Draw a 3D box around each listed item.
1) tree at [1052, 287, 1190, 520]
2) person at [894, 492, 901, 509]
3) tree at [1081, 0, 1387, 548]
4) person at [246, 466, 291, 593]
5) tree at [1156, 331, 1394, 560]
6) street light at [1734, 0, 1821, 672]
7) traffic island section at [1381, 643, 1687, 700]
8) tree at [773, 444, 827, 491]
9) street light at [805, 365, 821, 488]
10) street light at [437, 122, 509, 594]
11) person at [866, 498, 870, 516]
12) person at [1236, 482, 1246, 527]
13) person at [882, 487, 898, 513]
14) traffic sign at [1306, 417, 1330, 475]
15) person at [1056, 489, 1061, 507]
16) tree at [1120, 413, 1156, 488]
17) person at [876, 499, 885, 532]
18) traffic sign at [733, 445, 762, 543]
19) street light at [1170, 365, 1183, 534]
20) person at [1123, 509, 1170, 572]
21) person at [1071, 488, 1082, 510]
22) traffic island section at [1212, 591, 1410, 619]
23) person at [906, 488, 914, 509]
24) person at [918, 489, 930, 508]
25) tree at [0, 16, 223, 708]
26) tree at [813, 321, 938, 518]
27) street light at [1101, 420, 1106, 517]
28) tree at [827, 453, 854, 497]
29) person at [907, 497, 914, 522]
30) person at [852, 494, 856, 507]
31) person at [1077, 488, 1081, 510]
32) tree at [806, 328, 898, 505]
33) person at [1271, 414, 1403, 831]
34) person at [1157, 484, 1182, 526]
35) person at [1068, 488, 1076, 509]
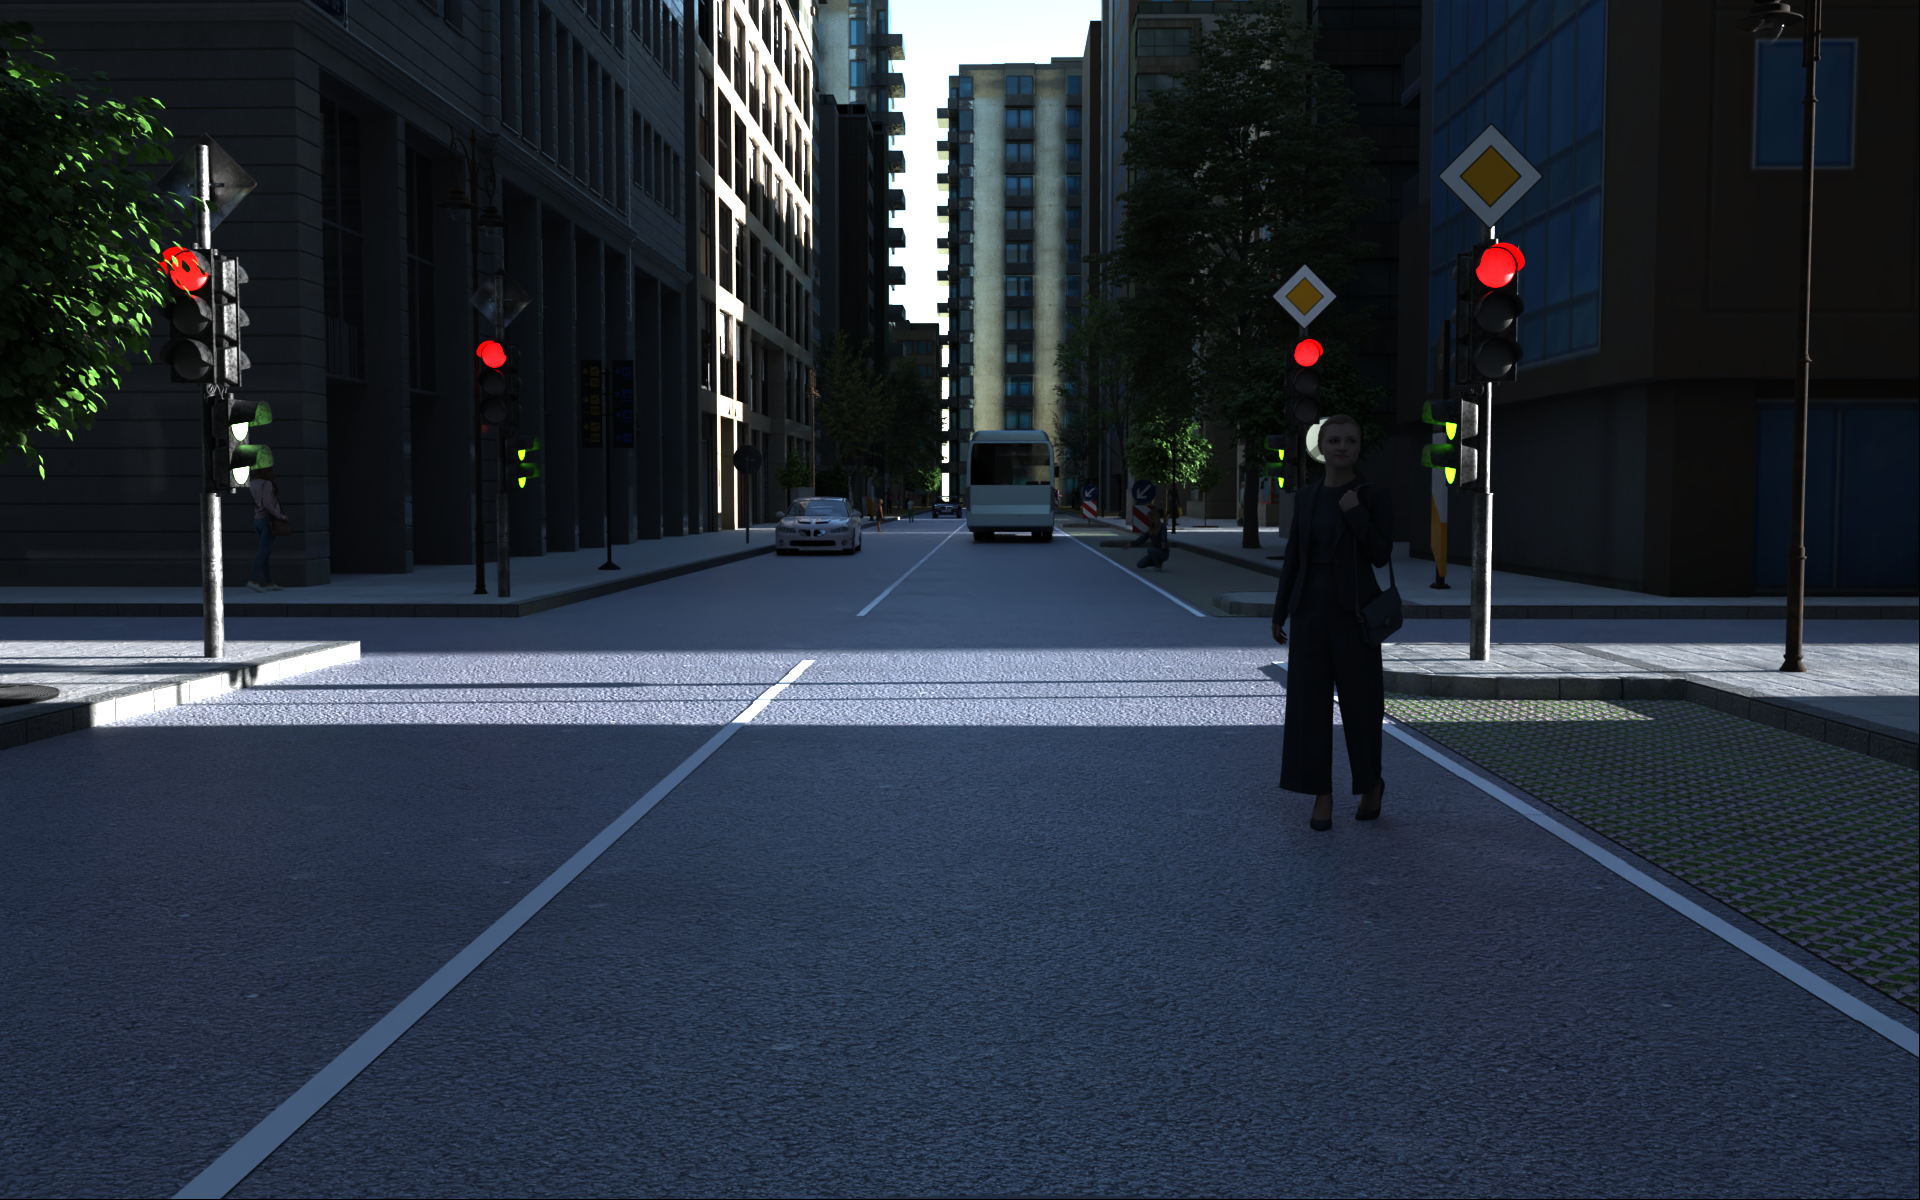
[{"bbox_3d":[8.219,-9.898,87.585,9.928,11.665,9.643,0,3,0],"label":"tree"},{"bbox_3d":[-5.184,-8.258,144.287,0.599,1.433,0.991,-2,4,-35],"label":"person"},{"bbox_3d":[6.526,-7.487,40.539,7.486,12.596,7.792,0,3,0],"label":"tree"},{"bbox_3d":[-9.142,-0.984,22.714,0.593,1.750,0.643,3,4,38],"label":"person"},{"bbox_3d":[6.743,-3.089,34.211,4.285,4.588,4.351,0,3,0],"label":"tree"},{"bbox_3d":[6.037,-2.421,12.371,0.468,5.910,1.993,0,4,1],"label":"street light"},{"bbox_3d":[4.048,0.542,13.422,2.009,0.180,2.903,0,4,1],"label":"traffic island section"},{"bbox_3d":[-6.382,-4.380,66.208,1.663,3.219,1.824,0,3,0],"label":"tree"},{"bbox_3d":[-5.261,-5.457,62.013,0.468,5.910,1.993,0,4,1],"label":"street light"},{"bbox_3d":[-6.155,-3.014,22.060,0.468,5.910,1.993,0,4,1],"label":"street light"},{"bbox_3d":[-5.316,-5.675,99.556,0.721,1.743,1.217,0,4,-5],"label":"person"},{"bbox_3d":[10.978,-3.721,67.363,0.515,1.767,0.782,1,4,15],"label":"person"},{"bbox_3d":[-4.674,-6.623,115.056,1.217,1.743,0.721,2,4,24],"label":"person"},{"bbox_3d":[6.083,-1.749,28.701,0.768,2.556,0.104,0,4,8],"label":"traffic sign"},{"bbox_3d":[9.888,-10.198,173.228,0.568,1.767,0.683,2,4,33],"label":"person"},{"bbox_3d":[7.423,-4.820,62.518,4.285,4.588,4.351,0,3,0],"label":"tree"},{"bbox_3d":[-2.982,-3.165,64.921,0.373,1.253,0.362,-1,4,-15],"label":"person"},{"bbox_3d":[-5.516,-2.740,44.910,0.768,2.556,0.104,0,4,8],"label":"traffic sign"},{"bbox_3d":[6.935,-5.092,56.040,0.468,5.910,1.993,0,4,1],"label":"street light"},{"bbox_3d":[3.565,-1.090,31.819,0.738,1.151,1.012,-2,4,-28],"label":"person"},{"bbox_3d":[9.240,-7.927,135.666,1.348,1.822,0.705,3,4,36],"label":"person"},{"bbox_3d":[4.226,0.054,21.405,2.009,0.180,2.903,0,4,1],"label":"traffic island section"},{"bbox_3d":[-4.400,-8.591,146.509,0.705,1.823,1.348,-3,5,-43],"label":"person"},{"bbox_3d":[-3.397,-9.584,163.469,1.217,1.736,0.721,0,4,6],"label":"person"},{"bbox_3d":[-6.305,-1.646,10.621,4.285,4.588,4.351,0,3,0],"label":"tree"},{"bbox_3d":[-5.237,-9.668,92.476,8.767,10.594,7.601,0,4,6],"label":"tree"},{"bbox_3d":[7.927,-7.537,96.023,0.468,5.910,1.993,0,4,1],"label":"street light"},{"bbox_3d":[-5.668,-5.280,80.936,1.663,3.219,1.824,0,3,0],"label":"tree"},{"bbox_3d":[-2.487,-4.579,87.623,0.306,1.304,0.590,-1,4,-12],"label":"person"},{"bbox_3d":[-5.938,-5.140,94.326,0.590,1.304,0.306,-1,4,-15],"label":"person"},{"bbox_3d":[9.621,-8.197,140.728,0.551,1.740,0.621,3,4,36],"label":"person"},{"bbox_3d":[-4.815,-7.718,76.546,4.737,8.622,4.395,0,3,0],"label":"tree"},{"bbox_3d":[1.630,0.085,7.533,0.576,1.772,0.534,1,4,17],"label":"person"},{"bbox_3d":[8.322,-3.934,70.574,1.509,1.804,0.699,0,4,-1],"label":"person"},{"bbox_3d":[9.950,-8.953,152.564,0.705,1.807,1.348,3,5,39],"label":"person"}]
